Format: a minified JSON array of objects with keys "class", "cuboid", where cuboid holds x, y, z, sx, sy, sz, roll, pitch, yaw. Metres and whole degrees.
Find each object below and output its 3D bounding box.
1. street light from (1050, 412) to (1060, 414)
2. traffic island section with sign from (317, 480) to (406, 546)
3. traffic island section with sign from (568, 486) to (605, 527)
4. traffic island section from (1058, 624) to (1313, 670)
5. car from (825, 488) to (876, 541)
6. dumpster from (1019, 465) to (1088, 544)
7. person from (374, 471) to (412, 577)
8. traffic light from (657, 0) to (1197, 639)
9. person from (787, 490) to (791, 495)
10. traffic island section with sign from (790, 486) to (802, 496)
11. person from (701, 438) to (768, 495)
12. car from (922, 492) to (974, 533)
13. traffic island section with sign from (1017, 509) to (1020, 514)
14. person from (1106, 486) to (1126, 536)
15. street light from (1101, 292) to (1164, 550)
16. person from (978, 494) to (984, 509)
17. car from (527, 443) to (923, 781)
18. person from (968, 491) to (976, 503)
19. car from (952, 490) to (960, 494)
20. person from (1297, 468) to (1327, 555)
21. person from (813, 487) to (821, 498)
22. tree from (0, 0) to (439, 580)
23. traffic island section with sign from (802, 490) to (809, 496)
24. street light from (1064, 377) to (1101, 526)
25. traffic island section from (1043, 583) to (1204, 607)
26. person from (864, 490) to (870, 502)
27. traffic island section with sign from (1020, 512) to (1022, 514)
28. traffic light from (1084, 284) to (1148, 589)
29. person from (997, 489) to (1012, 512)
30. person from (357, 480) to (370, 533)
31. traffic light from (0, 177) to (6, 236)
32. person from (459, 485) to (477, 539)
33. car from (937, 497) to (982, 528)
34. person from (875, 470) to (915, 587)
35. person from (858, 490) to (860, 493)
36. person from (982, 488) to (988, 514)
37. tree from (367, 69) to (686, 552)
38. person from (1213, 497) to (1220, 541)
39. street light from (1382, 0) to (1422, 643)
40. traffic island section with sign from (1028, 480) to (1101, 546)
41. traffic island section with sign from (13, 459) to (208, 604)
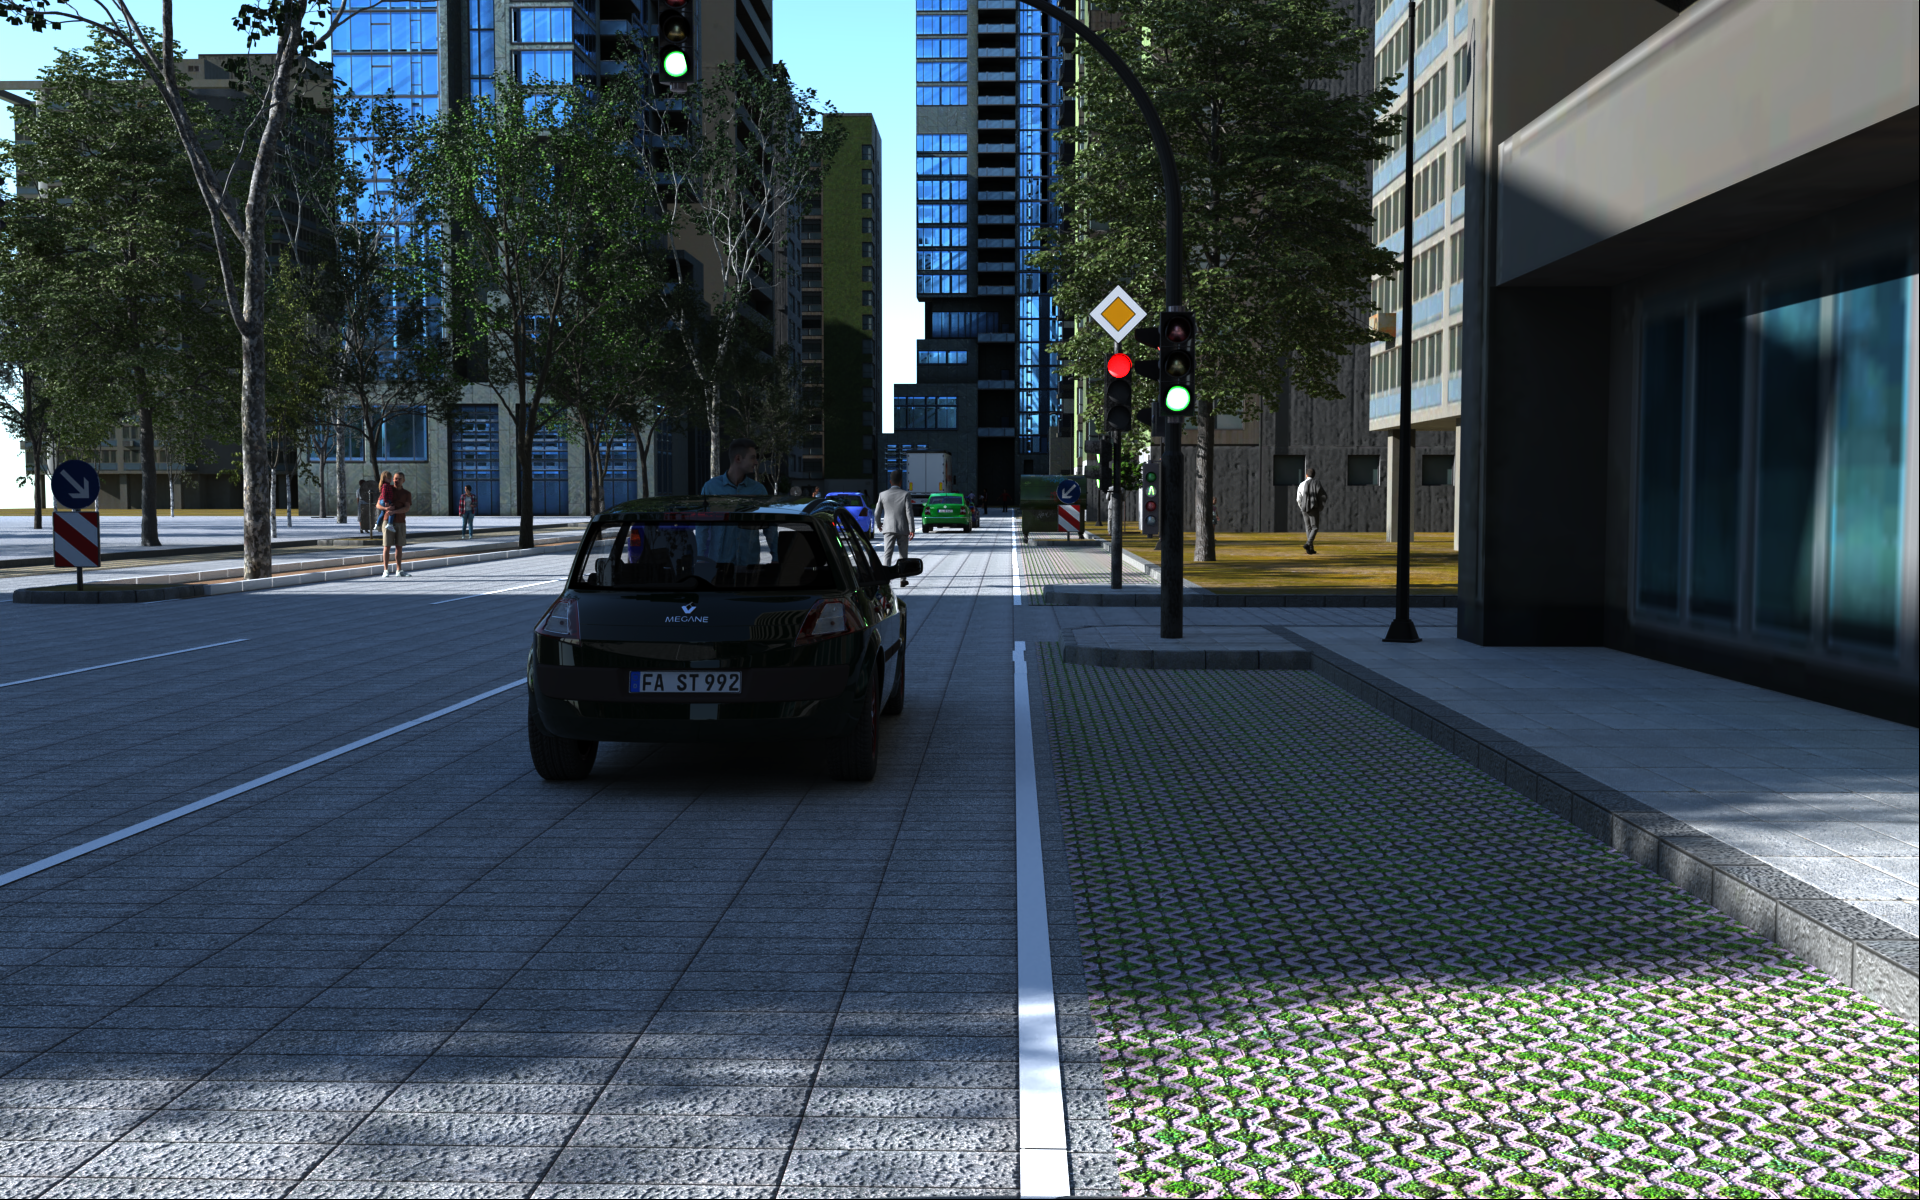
[{"class":"street light","cuboid":[5.787,-7.700,98.435,1.470,5.913,1.316,0,4,2]},{"class":"traffic island section with sign","cuboid":[-16.716,-2.448,48.660,1.989,1.847,2.006,0,4,2]},{"class":"traffic island section with sign","cuboid":[-15.918,-4.098,75.627,1.989,1.847,2.006,0,4,2]},{"class":"traffic island section","cuboid":[1.905,0.415,15.496,2.009,0.180,2.903,0,4,2]},{"class":"car","cuboid":[-3.597,-2.759,54.698,1.945,1.707,3.694,0,4,0]},{"class":"dumpster","cuboid":[2.708,-2.766,50.182,1.985,2.255,1.502,0,4,3]},{"class":"person","cuboid":[-9.817,-1.312,29.932,0.573,1.828,0.580,1,4,17]},{"class":"traffic light","cuboid":[-0.229,-2.485,15.304,4.771,5.953,1.251,0,4,2]},{"class":"person","cuboid":[-12.093,-7.012,123.818,0.621,1.740,0.551,2,4,31]},{"class":"traffic island section with sign","cuboid":[-9.434,-5.536,98.656,2.006,1.907,1.989,0,4,2]},{"class":"person","cuboid":[-1.640,-0.275,12.855,0.638,1.841,0.748,0,4,-2]},{"class":"car","cuboid":[-0.462,-3.462,65.394,1.959,1.807,4.718,0,4,2]},{"class":"traffic island section with sign","cuboid":[5.196,-7.129,125.186,1.989,1.847,2.006,0,4,2]},{"class":"person","cuboid":[4.712,-2.835,52.601,0.606,1.804,0.583,0,4,-6]},{"class":"street light","cuboid":[4.068,-4.095,39.490,1.470,5.913,1.316,0,4,2]},{"class":"person","cuboid":[2.143,-9.694,170.192,0.628,1.438,0.799,2,4,24]},{"class":"car","cuboid":[-1.239,-0.016,10.054,2.009,1.686,4.222,0,4,1]},{"class":"person","cuboid":[1.074,-8.971,156.110,0.756,1.711,0.436,1,4,19]},{"class":"car","cuboid":[-0.858,-9.040,156.482,2.281,1.827,5.304,0,4,4]},{"class":"person","cuboid":[7.495,-1.879,36.870,0.679,1.850,0.850,2,4,33]},{"class":"person","cuboid":[-7.270,-4.831,87.580,0.616,1.811,0.778,-3,5,-39]},{"class":"tree","cuboid":[-12.550,-10.395,28.306,12.611,20.169,13.585,0,3,0]},{"class":"traffic island section with sign","cuboid":[-13.606,-8.813,152.724,1.989,1.847,2.006,0,4,2]},{"class":"street light","cuboid":[5.002,-5.897,68.960,1.470,5.913,1.316,0,4,2]},{"class":"traffic island section","cuboid":[2.144,-0.073,23.478,2.009,0.180,2.903,0,4,2]},{"class":"person","cuboid":[-6.468,-6.603,117.182,0.721,1.735,1.217,3,4,36]},{"class":"traffic island section with sign","cuboid":[3.716,-4.101,75.672,1.989,1.847,2.006,0,4,2]},{"class":"traffic light","cuboid":[2.104,-2.107,23.365,0.839,4.253,0.868,0,4,2]},{"class":"person","cuboid":[3.510,-7.776,135.571,1.348,1.831,0.705,2,4,28]},{"class":"person","cuboid":[-19.505,-3.071,56.820,0.480,1.755,0.524,0,4,7]},{"class":"traffic light","cuboid":[-15.655,-3.012,23.914,4.771,5.953,1.251,0,4,2]},{"class":"person","cuboid":[-15.730,-2.818,55.406,0.563,1.720,0.643,-1,4,-13]},{"class":"car","cuboid":[-0.057,-3.785,74.461,1.945,1.354,3.894,0,4,3]},{"class":"person","cuboid":[-0.993,-1.080,26.430,0.678,1.792,0.850,1,4,9]},{"class":"person","cuboid":[-8.074,-8.006,140.104,0.721,1.736,1.217,-1,4,-11]},{"class":"person","cuboid":[1.762,-6.938,121.903,0.705,1.831,1.348,-1,4,-8]},{"class":"tree","cuboid":[-10.588,-6.973,42.224,9.928,11.665,9.643,0,3,0]},{"class":"person","cuboid":[6.879,-2.218,47.324,0.382,1.210,0.505,3,5,42]},{"class":"street light","cuboid":[3.310,-2.593,14.931,1.470,5.913,1.316,0,4,2]},{"class":"traffic island section with sign","cuboid":[2.888,-2.412,48.065,1.989,1.847,2.006,0,4,2]},{"class":"traffic island section with sign","cuboid":[-11.674,-0.943,23.551,2.006,1.907,1.989,0,4,2]}]
